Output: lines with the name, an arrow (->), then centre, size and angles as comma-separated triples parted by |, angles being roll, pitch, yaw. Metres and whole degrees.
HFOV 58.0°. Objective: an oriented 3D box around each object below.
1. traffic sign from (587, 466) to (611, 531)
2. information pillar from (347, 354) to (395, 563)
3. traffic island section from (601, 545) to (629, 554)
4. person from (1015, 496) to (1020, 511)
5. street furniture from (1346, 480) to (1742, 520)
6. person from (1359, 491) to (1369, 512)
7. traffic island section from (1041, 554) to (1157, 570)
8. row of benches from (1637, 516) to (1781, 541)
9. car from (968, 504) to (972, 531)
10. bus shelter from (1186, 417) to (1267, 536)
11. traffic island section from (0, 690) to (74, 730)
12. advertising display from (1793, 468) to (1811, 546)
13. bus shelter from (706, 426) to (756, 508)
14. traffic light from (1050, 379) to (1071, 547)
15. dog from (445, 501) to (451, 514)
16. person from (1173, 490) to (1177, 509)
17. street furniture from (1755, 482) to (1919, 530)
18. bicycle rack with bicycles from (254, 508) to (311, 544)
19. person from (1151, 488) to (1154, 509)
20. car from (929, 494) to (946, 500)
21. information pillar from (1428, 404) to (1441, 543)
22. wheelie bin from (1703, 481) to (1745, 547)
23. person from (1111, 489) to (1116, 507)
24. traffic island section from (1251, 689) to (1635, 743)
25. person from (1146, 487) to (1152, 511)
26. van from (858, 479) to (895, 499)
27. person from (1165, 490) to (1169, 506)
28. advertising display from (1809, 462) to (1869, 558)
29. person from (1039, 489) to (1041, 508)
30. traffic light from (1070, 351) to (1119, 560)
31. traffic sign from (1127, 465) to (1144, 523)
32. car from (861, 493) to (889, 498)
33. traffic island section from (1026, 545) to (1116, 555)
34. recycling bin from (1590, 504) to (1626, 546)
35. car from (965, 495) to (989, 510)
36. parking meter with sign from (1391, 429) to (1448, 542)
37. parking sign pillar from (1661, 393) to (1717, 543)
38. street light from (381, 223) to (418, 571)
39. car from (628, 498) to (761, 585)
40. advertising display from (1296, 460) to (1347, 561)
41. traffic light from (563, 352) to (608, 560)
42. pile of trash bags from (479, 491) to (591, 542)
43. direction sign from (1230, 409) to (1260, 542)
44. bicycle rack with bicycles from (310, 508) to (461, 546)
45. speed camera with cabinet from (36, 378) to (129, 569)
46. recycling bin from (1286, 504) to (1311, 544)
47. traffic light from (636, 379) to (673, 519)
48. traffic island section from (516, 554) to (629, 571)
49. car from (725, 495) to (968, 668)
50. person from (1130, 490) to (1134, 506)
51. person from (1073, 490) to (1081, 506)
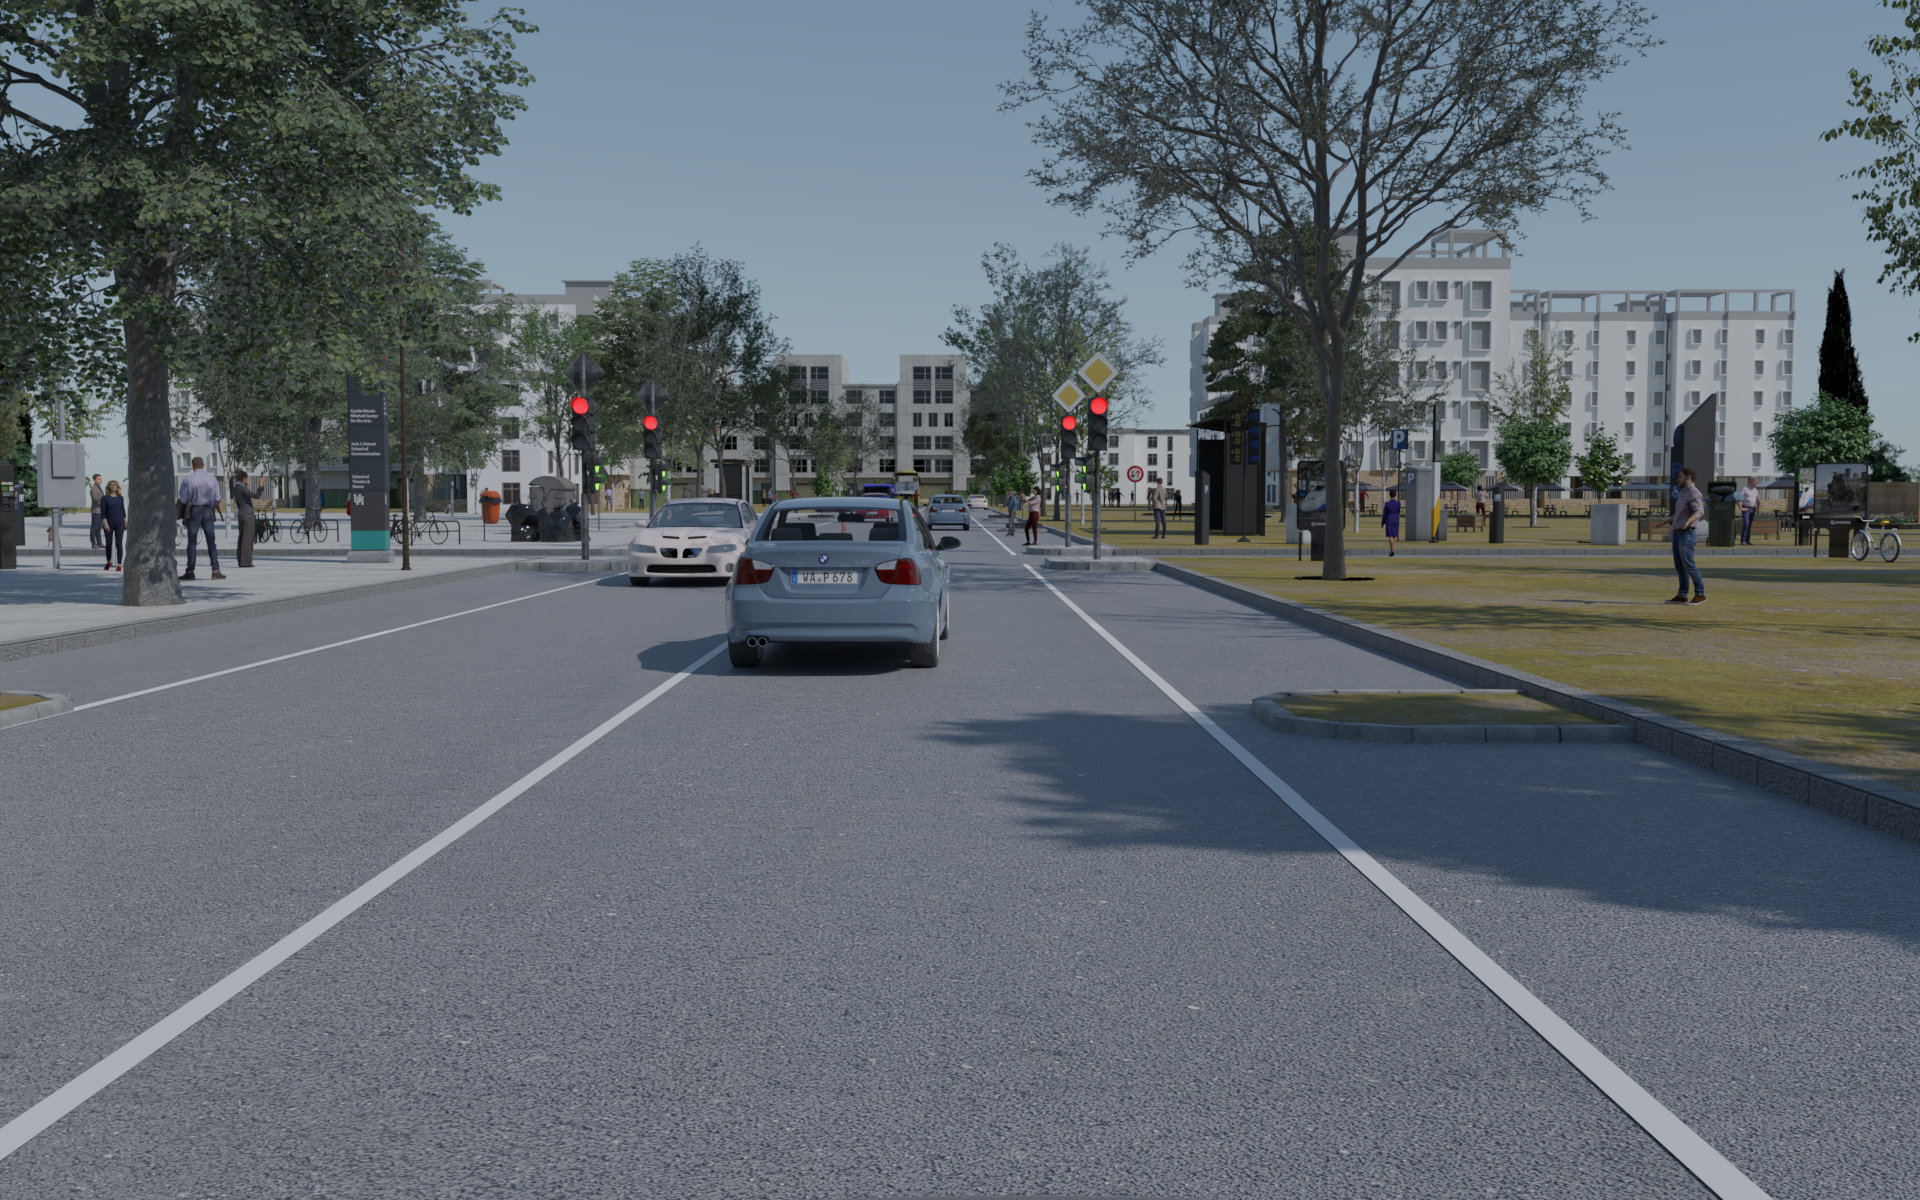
traffic sign -> -12.711, -3.725, 60.910 | 0.884, 2.594, 0.081 | 1, 4, 9
information pillar -> -11.053, -2.631, 32.395 | 0.750, 3.857, 0.750 | -1, 4, -11
traffic island section -> -7.407, -1.195, 41.822 | 2.009, 0.180, 2.903 | 0, 4, 0
person -> 4.464, -7.822, 134.023 | 0.705, 1.814, 1.350 | 1, 4, 17
street furniture -> 34.969, -5.296, 91.611 | 27.439, 1.986, 14.083 | 3, 5, 40
person -> 28.397, -7.112, 122.294 | 1.348, 1.831, 0.705 | -2, 4, -28
traffic island section -> 2.703, -0.712, 33.919 | 2.009, 0.180, 2.903 | 0, 4, 0
row of benches -> 20.806, -2.008, 48.300 | 4.104, 0.672, 1.422 | 0, 4, -8
car -> -0.499, -3.509, 69.378 | 2.014, 1.417, 4.499 | 0, 4, -1
bus shelter -> 8.552, -3.952, 55.894 | 1.731, 3.624, 6.357 | 0, 4, 0
traffic island section -> -6.818, 0.732, 10.902 | 1.991, 0.108, 1.994 | 0, 4, 0
advertising display -> 20.967, -2.311, 42.997 | 0.974, 1.923, 0.123 | -3, 5, -41
bus shelter -> -13.949, -7.804, 105.224 | 2.179, 5.291, 8.768 | 0, 4, 0
traffic light -> 2.593, -3.214, 41.791 | 0.839, 4.213, 0.868 | 0, 4, 0
dog -> -33.167, -5.987, 112.270 | 0.513, 0.831, 0.800 | -2, 4, -28
person -> 18.016, -8.389, 144.672 | 0.593, 1.643, 0.415 | -3, 5, -42
street furniture -> 33.891, -3.697, 67.308 | 11.010, 1.723, 9.812 | -2, 4, -33
bicycle rack with bicycles -> -17.714, -1.954, 45.322 | 2.852, 0.926, 2.925 | 0, 4, 5
person -> 16.599, -8.751, 149.254 | 0.705, 1.807, 1.348 | 1, 4, 8
car -> -1.545, -8.223, 146.239 | 2.131, 1.459, 4.920 | 0, 4, 1
information pillar -> 12.478, -3.306, 45.411 | 0.183, 3.616, 0.504 | 2, 4, 32
wheelie bin -> 18.577, -2.096, 42.177 | 0.980, 1.594, 0.693 | 1, 4, 21
person -> 15.574, -10.335, 175.474 | 0.568, 1.767, 0.683 | 1, 4, 14
traffic island section -> 2.901, 0.728, 10.968 | 1.991, 0.108, 1.994 | 0, 4, 0
person -> 13.979, -7.458, 127.993 | 0.705, 1.822, 1.348 | 0, 4, -5
van -> -5.005, -6.206, 105.849 | 2.240, 2.365, 5.245 | 0, 4, 1
person -> 23.154, -11.433, 193.697 | 0.721, 1.735, 1.217 | 2, 4, 27
advertising display -> 17.698, -1.811, 34.830 | 0.974, 1.923, 0.123 | 2, 4, 28
person -> 7.578, -9.365, 159.878 | 0.721, 1.735, 1.217 | 2, 4, 25
traffic light -> 2.663, -2.725, 33.806 | 0.839, 4.213, 0.868 | 0, 4, 0
traffic sign -> 7.792, -4.703, 77.005 | 0.768, 2.556, 0.104 | 0, 4, 8
car -> -4.392, -4.898, 89.118 | 2.155, 1.783, 4.494 | 0, 4, 1
traffic island section -> 2.634, -1.200, 41.904 | 2.009, 0.180, 2.903 | 0, 4, 0
recycling bin -> 16.320, -1.899, 43.598 | 0.722, 1.027, 0.722 | 2, 4, 32
car -> 1.479, -8.563, 152.360 | 2.083, 1.381, 4.827 | 0, 4, 0
parking meter with sign -> 12.531, -3.110, 47.115 | 1.738, 3.016, 0.543 | -2, 4, -32
parking sign pillar -> 19.522, -3.528, 46.162 | 1.447, 3.967, 1.447 | -2, 4, -31
street light -> -9.319, -3.436, 28.965 | 0.468, 5.910, 1.993 | 0, 4, 0
car -> -4.246, -0.999, 28.701 | 2.083, 1.381, 4.827 | 0, 4, 0
advertising display -> 6.892, -1.703, 33.062 | 0.974, 1.923, 0.123 | 3, 4, 37
traffic light -> -7.298, -2.719, 33.704 | 0.839, 4.213, 0.868 | 0, 4, 0
pile of trash bags -> -11.721, -2.289, 47.174 | 3.447, 1.369, 1.912 | 2, 4, 27
direction sign -> 7.595, -3.317, 46.231 | 0.876, 3.537, 0.379 | 3, 4, 37
bicycle rack with bicycles -> -14.126, -1.852, 43.669 | 2.852, 0.926, 2.925 | 2, 4, 25
speed camera with cabinet -> -14.944, -2.197, 30.263 | 2.038, 3.252, 0.660 | -3, 4, -37
recycling bin -> 8.882, -1.958, 44.561 | 0.722, 1.027, 0.722 | -2, 4, -27
traffic light -> -7.367, -3.208, 41.689 | 0.839, 4.213, 0.868 | 0, 4, 0
traffic island section -> -7.338, -0.707, 33.837 | 2.009, 0.180, 2.903 | 0, 4, 0
car -> -1.007, -0.221, 15.610 | 2.014, 1.417, 4.499 | 0, 4, 1
person -> 17.957, -10.607, 180.391 | 0.530, 1.710, 0.541 | -1, 4, -18
person -> 12.722, -11.047, 187.176 | 1.217, 1.766, 0.721 | -2, 4, -33
